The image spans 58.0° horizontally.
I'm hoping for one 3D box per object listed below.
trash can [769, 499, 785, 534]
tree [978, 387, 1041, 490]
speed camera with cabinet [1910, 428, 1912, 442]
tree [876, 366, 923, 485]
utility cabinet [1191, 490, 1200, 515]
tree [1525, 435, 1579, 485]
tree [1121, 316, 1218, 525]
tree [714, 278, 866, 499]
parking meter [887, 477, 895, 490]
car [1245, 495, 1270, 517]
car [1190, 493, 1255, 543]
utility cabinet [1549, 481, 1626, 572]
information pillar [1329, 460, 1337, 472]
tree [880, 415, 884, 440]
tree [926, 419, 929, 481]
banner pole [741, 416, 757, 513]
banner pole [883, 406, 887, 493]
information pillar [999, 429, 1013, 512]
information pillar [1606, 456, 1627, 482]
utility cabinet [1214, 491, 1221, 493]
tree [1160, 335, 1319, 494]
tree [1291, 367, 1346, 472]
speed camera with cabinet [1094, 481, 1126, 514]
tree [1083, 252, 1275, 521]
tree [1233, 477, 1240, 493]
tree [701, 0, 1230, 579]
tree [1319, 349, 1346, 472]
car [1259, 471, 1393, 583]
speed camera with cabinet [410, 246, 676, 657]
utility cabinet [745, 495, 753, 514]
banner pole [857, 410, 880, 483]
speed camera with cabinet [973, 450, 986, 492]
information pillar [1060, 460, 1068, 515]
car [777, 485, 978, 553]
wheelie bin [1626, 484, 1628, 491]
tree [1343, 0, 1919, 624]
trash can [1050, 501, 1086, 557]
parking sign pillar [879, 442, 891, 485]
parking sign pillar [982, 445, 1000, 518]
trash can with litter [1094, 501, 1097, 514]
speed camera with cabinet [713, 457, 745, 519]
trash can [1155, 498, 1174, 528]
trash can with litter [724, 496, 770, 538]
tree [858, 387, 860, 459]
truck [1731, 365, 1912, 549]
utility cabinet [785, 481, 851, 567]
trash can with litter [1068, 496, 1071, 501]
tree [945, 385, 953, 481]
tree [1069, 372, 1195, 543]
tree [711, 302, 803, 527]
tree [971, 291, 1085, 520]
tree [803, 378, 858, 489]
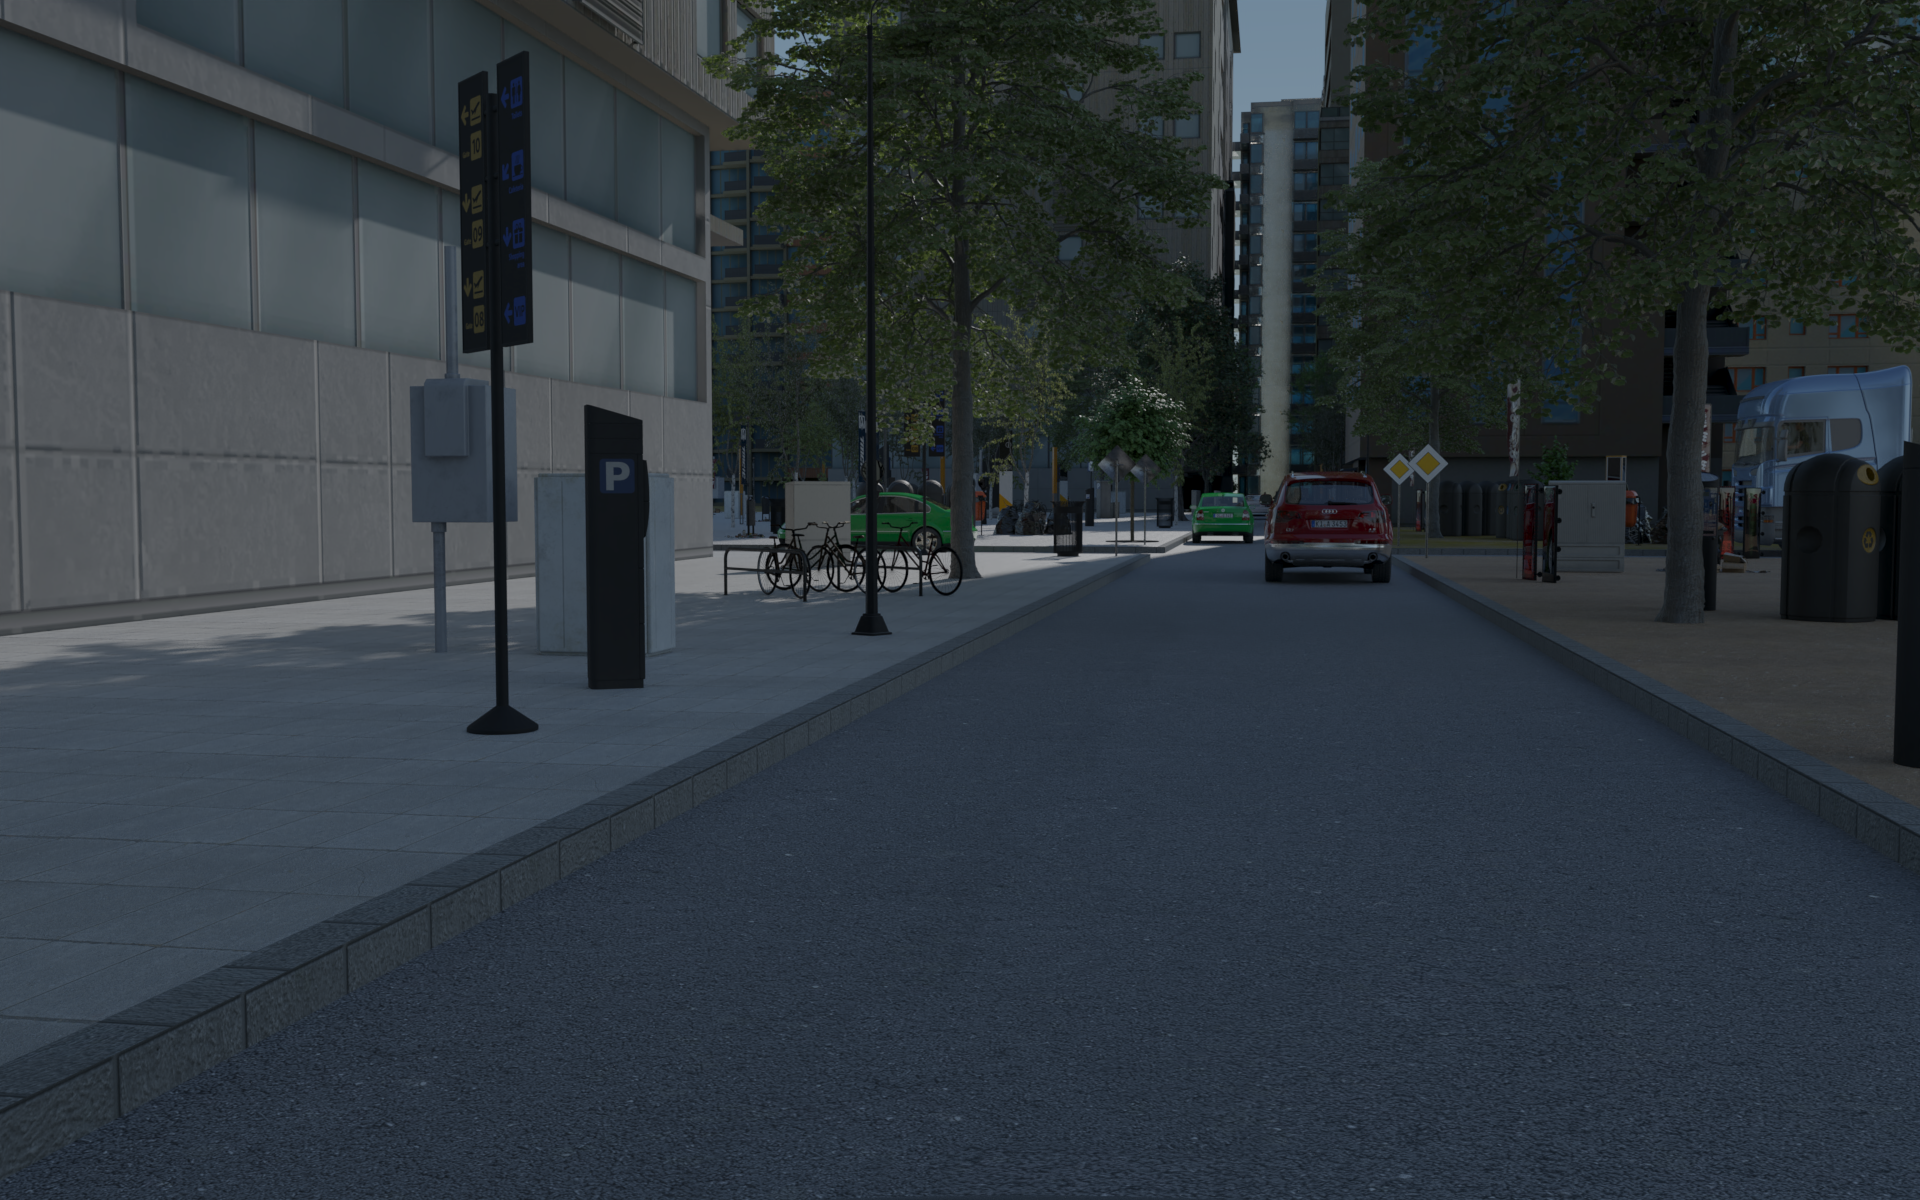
[{"bbox_3d":[-5.783,-2.687,55.582,0.748,1.137,0.748,0,3,0],"label":"trash can"},{"bbox_3d":[3.230,-10.228,117.595,4.737,8.622,4.395,0,3,0],"label":"tree"},{"bbox_3d":[29.033,-3.508,51.699,0.660,3.252,2.038,-1,4,-17],"label":"speed camera with cabinet"},{"bbox_3d":[-4.579,-7.473,72.548,4.360,8.622,3.978,0,3,0],"label":"tree"},{"bbox_3d":[13.999,-5.750,102.684,0.318,1.500,1.173,1,4,19],"label":"utility cabinet"},{"bbox_3d":[19.196,-3.768,56.202,1.663,3.219,1.824,0,3,0],"label":"tree"},{"bbox_3d":[8.659,-7.369,70.849,4.737,8.622,4.395,0,3,0],"label":"tree"},{"bbox_3d":[-5.777,-6.598,58.237,4.360,8.622,3.978,0,3,0],"label":"tree"},{"bbox_3d":[-2.458,-3.369,60.801,0.255,1.863,0.399,-2,4,-29],"label":"parking meter"},{"bbox_3d":[16.918,-5.273,98.578,2.083,1.381,4.827,1,4,12],"label":"car"},{"bbox_3d":[7.847,-2.627,51.746,1.959,1.807,4.718,1,4,8],"label":"car"},{"bbox_3d":[10.263,-1.206,28.390,1.173,1.500,0.318,1,4,15],"label":"utility cabinet"},{"bbox_3d":[24.628,-7.525,114.383,0.504,3.616,0.183,1,4,21],"label":"information pillar"},{"bbox_3d":[-7.011,-9.880,111.902,4.737,8.622,4.395,0,3,0],"label":"tree"},{"bbox_3d":[-3.085,-8.783,93.963,4.360,8.622,3.978,0,3,0],"label":"tree"},{"bbox_3d":[-6.844,-3.993,55.303,0.401,3.779,0.863,1,4,15],"label":"banner pole"},{"bbox_3d":[-2.347,-3.609,49.020,0.863,3.779,0.401,0,4,2],"label":"banner pole"},{"bbox_3d":[1.683,-4.375,62.887,0.504,3.616,0.183,0,4,1],"label":"information pillar"},{"bbox_3d":[12.591,-1.761,33.286,0.304,2.012,0.304,2,4,35],"label":"information pillar"},{"bbox_3d":[17.196,-6.543,115.650,0.318,1.500,1.173,0,4,1],"label":"utility cabinet"},{"bbox_3d":[15.969,-11.406,112.244,9.928,11.665,9.643,0,3,0],"label":"tree"},{"bbox_3d":[21.438,-9.102,99.177,4.360,8.622,3.978,0,3,0],"label":"tree"},{"bbox_3d":[9.827,-7.291,113.549,2.038,3.252,0.660,-1,4,-13],"label":"speed camera with cabinet"},{"bbox_3d":[10.314,-10.122,82.496,9.611,12.733,9.660,0,3,0],"label":"tree"},{"bbox_3d":[25.543,-10.344,163.718,1.663,3.219,1.824,0,3,0],"label":"tree"},{"bbox_3d":[0.064,-6.573,25.596,7.486,12.596,7.792,0,3,0],"label":"tree"},{"bbox_3d":[26.376,-11.960,121.303,9.928,11.665,9.643,0,3,0],"label":"tree"},{"bbox_3d":[6.266,-1.284,29.659,2.281,1.827,5.304,1,4,11],"label":"car"},{"bbox_3d":[-3.359,-1.200,13.964,2.038,3.252,0.660,1,4,12],"label":"speed camera with cabinet"},{"bbox_3d":[-13.698,-6.076,110.506,1.020,1.237,0.306,3,4,36],"label":"utility cabinet"},{"bbox_3d":[-2.532,-3.423,45.989,0.401,3.779,0.863,1,4,22],"label":"banner pole"},{"bbox_3d":[0.422,-5.106,77.818,0.660,3.252,2.038,-2,4,-31],"label":"speed camera with cabinet"},{"bbox_3d":[6.465,-7.111,107.617,0.504,3.616,0.183,1,4,12],"label":"information pillar"},{"bbox_3d":[-1.956,-1.957,40.788,4.718,1.807,1.959,1,4,10],"label":"car"},{"bbox_3d":[19.507,-2.664,51.459,0.980,1.594,0.693,3,5,43],"label":"wheelie bin"},{"bbox_3d":[7.635,-6.037,16.831,7.486,12.596,7.792,0,3,0],"label":"tree"},{"bbox_3d":[2.228,-1.471,35.708,0.748,1.137,0.748,0,3,0],"label":"trash can"},{"bbox_3d":[-4.262,-6.249,90.642,1.447,3.967,1.447,1,4,23],"label":"parking sign pillar"},{"bbox_3d":[1.636,-6.317,91.761,1.447,3.967,1.447,-2,4,-33],"label":"parking sign pillar"},{"bbox_3d":[8.260,-5.702,104.609,1.055,1.170,0.624,1,4,11],"label":"trash can with litter"},{"bbox_3d":[-12.281,-5.922,91.161,2.038,3.252,0.660,2,4,30],"label":"speed camera with cabinet"},{"bbox_3d":[7.678,-3.259,64.940,0.748,1.137,0.748,0,3,0],"label":"trash can"},{"bbox_3d":[-6.370,-2.441,50.969,1.678,1.210,2.233,1,4,9],"label":"trash can with litter"},{"bbox_3d":[-8.427,-9.316,102.673,4.737,8.622,4.395,0,3,0],"label":"tree"},{"bbox_3d":[25.591,-2.848,36.318,18.799,4.110,2.967,1,4,9],"label":"truck"},{"bbox_3d":[-2.501,-1.332,30.460,1.173,1.500,0.318,-3,4,-37],"label":"utility cabinet"},{"bbox_3d":[7.060,-6.601,119.306,1.055,1.170,0.624,-2,4,-33],"label":"trash can with litter"},{"bbox_3d":[1.425,-8.249,85.232,4.360,8.622,3.978,0,3,0],"label":"tree"},{"bbox_3d":[4.699,-3.826,46.264,4.285,4.588,4.351,0,3,0],"label":"tree"},{"bbox_3d":[-8.760,-7.114,66.679,4.737,8.622,4.395,0,3,0],"label":"tree"},{"bbox_3d":[2.232,-6.620,58.605,4.360,8.622,3.978,0,3,0],"label":"tree"},{"bbox_3d":[-8.783,-8.975,97.097,4.737,8.622,4.395,0,3,0],"label":"tree"}]
